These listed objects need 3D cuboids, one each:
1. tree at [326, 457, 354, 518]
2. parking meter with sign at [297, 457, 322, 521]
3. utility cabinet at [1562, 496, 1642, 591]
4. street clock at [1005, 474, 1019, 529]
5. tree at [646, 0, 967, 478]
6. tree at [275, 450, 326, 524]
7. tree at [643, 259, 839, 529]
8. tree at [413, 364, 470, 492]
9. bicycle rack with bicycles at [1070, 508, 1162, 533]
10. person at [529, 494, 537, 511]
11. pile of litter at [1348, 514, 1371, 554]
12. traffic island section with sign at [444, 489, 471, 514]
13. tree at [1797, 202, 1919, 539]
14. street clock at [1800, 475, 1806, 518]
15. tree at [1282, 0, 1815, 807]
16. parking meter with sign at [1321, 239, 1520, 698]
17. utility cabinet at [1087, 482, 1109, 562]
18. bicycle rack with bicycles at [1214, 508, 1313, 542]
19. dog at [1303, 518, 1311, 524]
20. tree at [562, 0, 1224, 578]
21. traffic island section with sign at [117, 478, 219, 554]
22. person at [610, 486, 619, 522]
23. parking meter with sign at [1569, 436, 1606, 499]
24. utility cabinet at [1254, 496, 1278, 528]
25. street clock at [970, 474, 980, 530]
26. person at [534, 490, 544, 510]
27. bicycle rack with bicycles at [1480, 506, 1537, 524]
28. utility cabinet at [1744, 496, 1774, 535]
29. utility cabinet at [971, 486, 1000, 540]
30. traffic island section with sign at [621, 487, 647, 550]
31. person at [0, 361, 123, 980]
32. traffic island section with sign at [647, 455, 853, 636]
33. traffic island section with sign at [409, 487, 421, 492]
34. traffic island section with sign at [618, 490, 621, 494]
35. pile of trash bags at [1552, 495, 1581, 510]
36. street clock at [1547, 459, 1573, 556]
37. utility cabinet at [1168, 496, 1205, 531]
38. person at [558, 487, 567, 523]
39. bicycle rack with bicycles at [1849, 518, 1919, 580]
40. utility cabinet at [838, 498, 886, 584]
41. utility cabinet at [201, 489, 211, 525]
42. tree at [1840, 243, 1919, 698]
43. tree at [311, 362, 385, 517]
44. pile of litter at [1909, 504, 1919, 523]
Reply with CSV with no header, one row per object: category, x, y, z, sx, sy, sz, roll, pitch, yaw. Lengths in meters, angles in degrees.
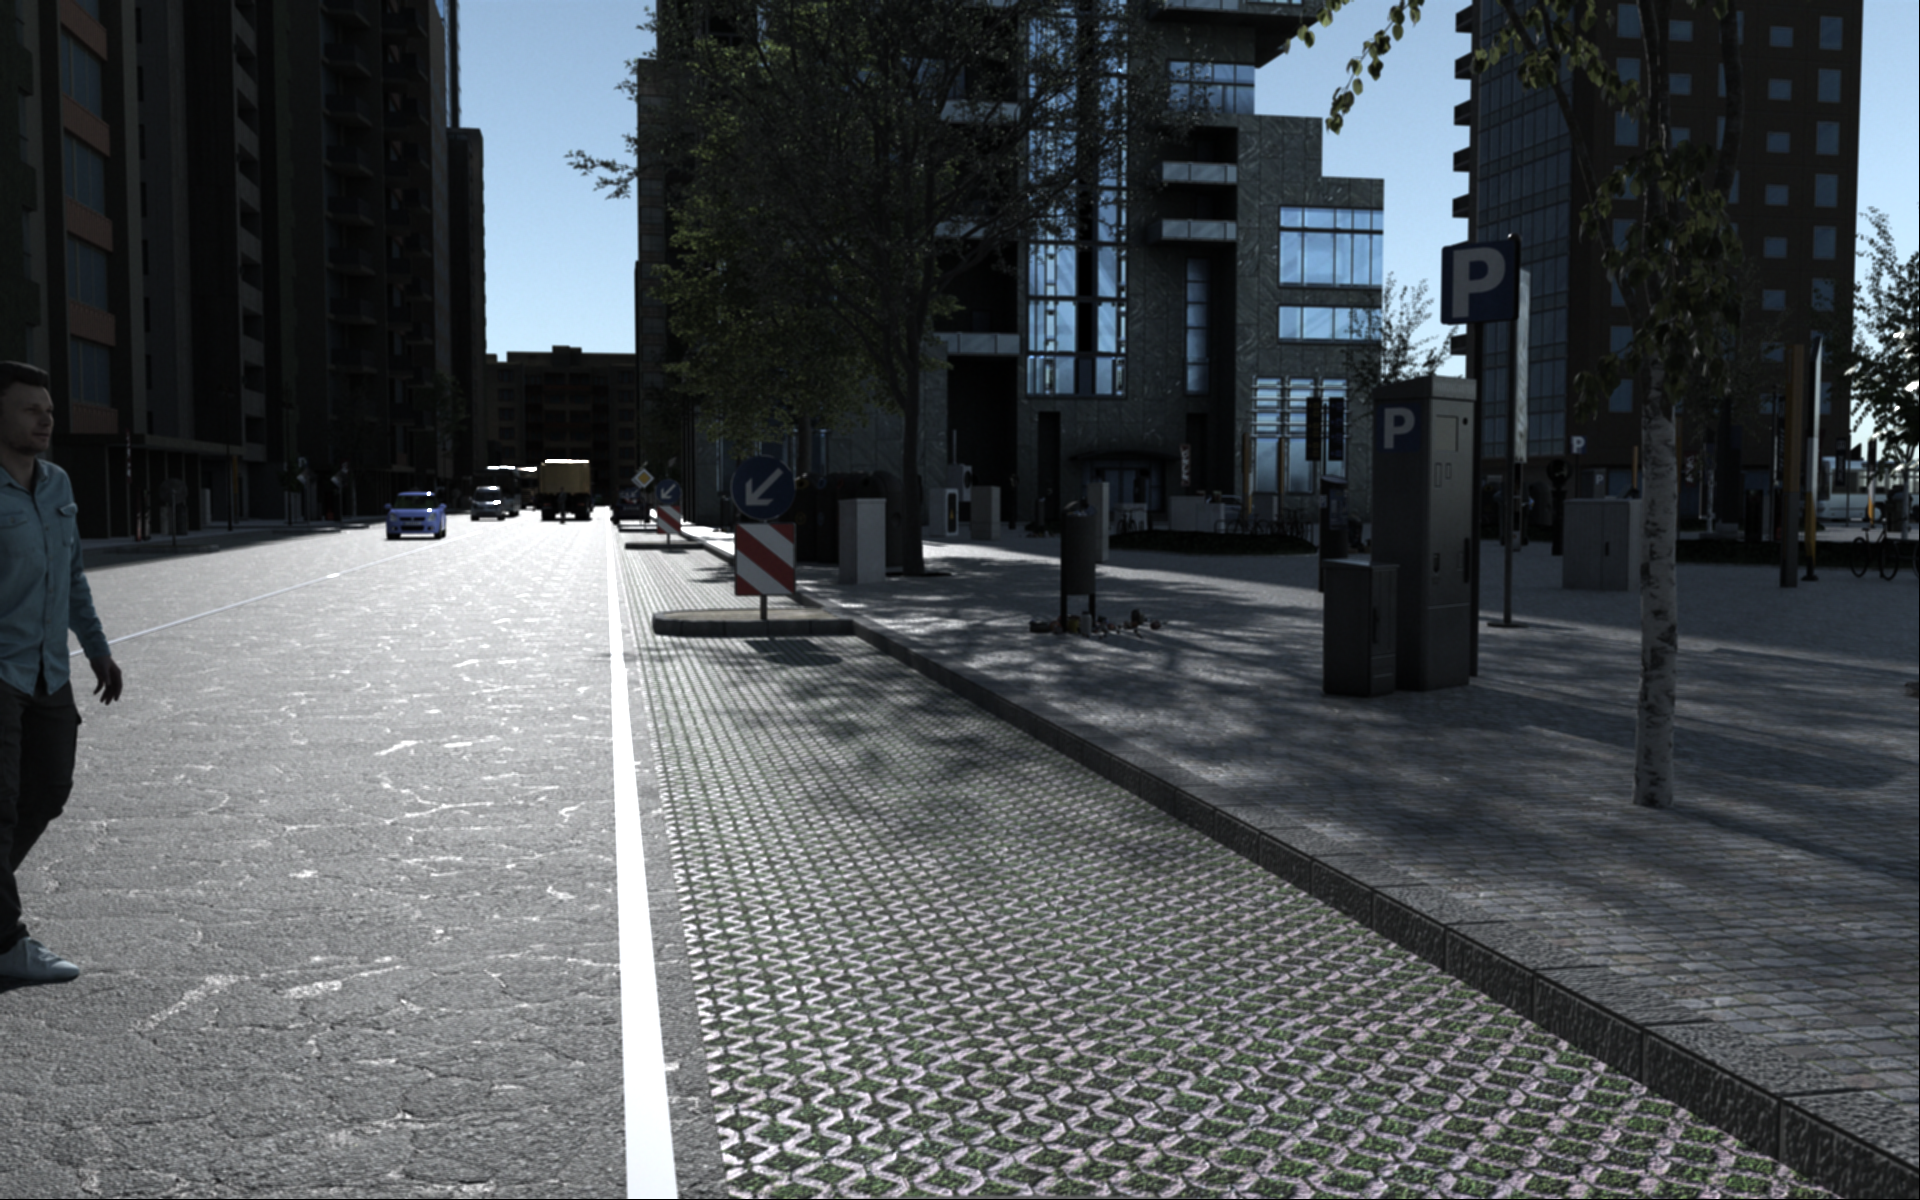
tree,-32.908,-5.933,91.609,1.663,3.219,1.824,0,3,0
parking meter with sign,-30.850,-5.259,82.251,0.543,3.016,1.738,0,4,1
utility cabinet,8.626,-0.743,23.316,0.306,1.237,1.020,-2,4,-34
street clock,1.899,-3.571,62.963,0.471,2.002,0.358,-3,4,-38
tree,-3.186,-7.392,38.981,7.486,12.596,7.792,0,3,0
tree,-29.009,-4.934,75.267,1.663,3.219,1.824,0,3,0
tree,-7.540,-7.703,60.361,7.601,10.594,8.767,0,4,-6
tree,-41.297,-12.667,132.865,9.928,11.665,9.643,0,3,0
bicycle rack with bicycles,3.817,-1.846,43.570,2.852,0.926,2.925,1,4,9
person,-36.384,-8.304,147.497,0.421,1.427,0.697,3,5,42
pile of litter,8.786,-1.455,37.755,1.719,0.858,1.176,-1,4,-21
traffic island section with sign,-35.815,-7.011,123.262,1.989,1.847,2.006,-1,4,-12
tree,23.181,-5.651,42.756,4.737,8.622,4.395,0,3,0
street clock,31.429,-3.655,64.334,0.471,2.002,0.358,-2,4,-33
tree,2.632,-3.458,6.906,4.360,8.622,3.978,0,3,0
parking meter with sign,3.050,-0.933,11.512,0.543,3.016,1.738,3,5,43
utility cabinet,2.587,-1.464,32.611,0.318,1.500,1.173,1,4,11
bicycle rack with bicycles,8.042,-1.915,44.687,2.925,0.926,2.852,-3,5,-42
dog,15.105,-3.399,75.759,0.748,0.427,0.550,0,4,4
tree,-0.860,-7.124,26.846,12.009,13.543,11.850,0,3,0
traffic island section with sign,-19.251,-2.057,42.253,1.989,1.847,2.006,-1,4,-12
person,-17.249,-4.792,86.759,0.656,1.842,0.836,2,4,29
parking meter with sign,18.610,-3.345,50.959,0.543,3.016,1.738,-1,4,-12
utility cabinet,11.744,-3.385,66.510,0.306,1.237,1.020,-2,4,-35
street clock,0.460,-3.472,61.339,0.471,2.002,0.358,1,4,14
person,-37.676,-8.975,155.379,1.348,1.807,0.705,0,4,-1
bicycle rack with bicycles,16.235,-2.511,54.437,2.852,0.926,2.925,-3,5,-39
utility cabinet,25.508,-2.683,55.030,1.020,1.237,0.306,3,5,44
utility cabinet,0.717,-2.419,48.223,0.318,1.500,1.173,-2,4,-29
traffic island section with sign,-7.766,-2.245,45.337,1.989,1.847,2.006,-1,4,-12
person,-2.909,0.200,5.247,0.620,1.820,0.660,1,4,9
traffic island section with sign,-2.246,-0.592,18.313,1.989,1.847,2.006,-1,4,-12
traffic island section with sign,-30.326,-5.369,96.412,1.989,1.847,2.006,-1,4,-12
traffic island section with sign,-24.100,-7.135,125.278,1.989,1.847,2.006,-1,4,-12
pile of trash bags,24.544,-3.785,71.633,3.447,1.369,1.912,3,4,38
street clock,12.506,-1.932,36.165,0.471,2.002,0.358,3,5,44
utility cabinet,6.512,-2.363,49.797,1.020,1.237,0.306,0,4,-7
person,-19.794,-4.720,85.949,0.520,1.790,0.573,1,4,15
bicycle rack with bicycles,14.687,-0.733,25.361,2.852,0.926,2.925,1,4,11
utility cabinet,-1.414,-0.850,25.053,0.306,1.237,1.020,1,4,22
utility cabinet,-31.225,-3.799,70.784,1.173,1.500,0.318,1,4,13
tree,6.424,-0.995,10.869,1.663,3.219,1.824,0,3,0
tree,-33.842,-8.936,96.462,4.360,8.622,3.978,0,3,0
pile of litter,42.883,-3.869,77.224,1.719,0.858,1.176,1,4,9
